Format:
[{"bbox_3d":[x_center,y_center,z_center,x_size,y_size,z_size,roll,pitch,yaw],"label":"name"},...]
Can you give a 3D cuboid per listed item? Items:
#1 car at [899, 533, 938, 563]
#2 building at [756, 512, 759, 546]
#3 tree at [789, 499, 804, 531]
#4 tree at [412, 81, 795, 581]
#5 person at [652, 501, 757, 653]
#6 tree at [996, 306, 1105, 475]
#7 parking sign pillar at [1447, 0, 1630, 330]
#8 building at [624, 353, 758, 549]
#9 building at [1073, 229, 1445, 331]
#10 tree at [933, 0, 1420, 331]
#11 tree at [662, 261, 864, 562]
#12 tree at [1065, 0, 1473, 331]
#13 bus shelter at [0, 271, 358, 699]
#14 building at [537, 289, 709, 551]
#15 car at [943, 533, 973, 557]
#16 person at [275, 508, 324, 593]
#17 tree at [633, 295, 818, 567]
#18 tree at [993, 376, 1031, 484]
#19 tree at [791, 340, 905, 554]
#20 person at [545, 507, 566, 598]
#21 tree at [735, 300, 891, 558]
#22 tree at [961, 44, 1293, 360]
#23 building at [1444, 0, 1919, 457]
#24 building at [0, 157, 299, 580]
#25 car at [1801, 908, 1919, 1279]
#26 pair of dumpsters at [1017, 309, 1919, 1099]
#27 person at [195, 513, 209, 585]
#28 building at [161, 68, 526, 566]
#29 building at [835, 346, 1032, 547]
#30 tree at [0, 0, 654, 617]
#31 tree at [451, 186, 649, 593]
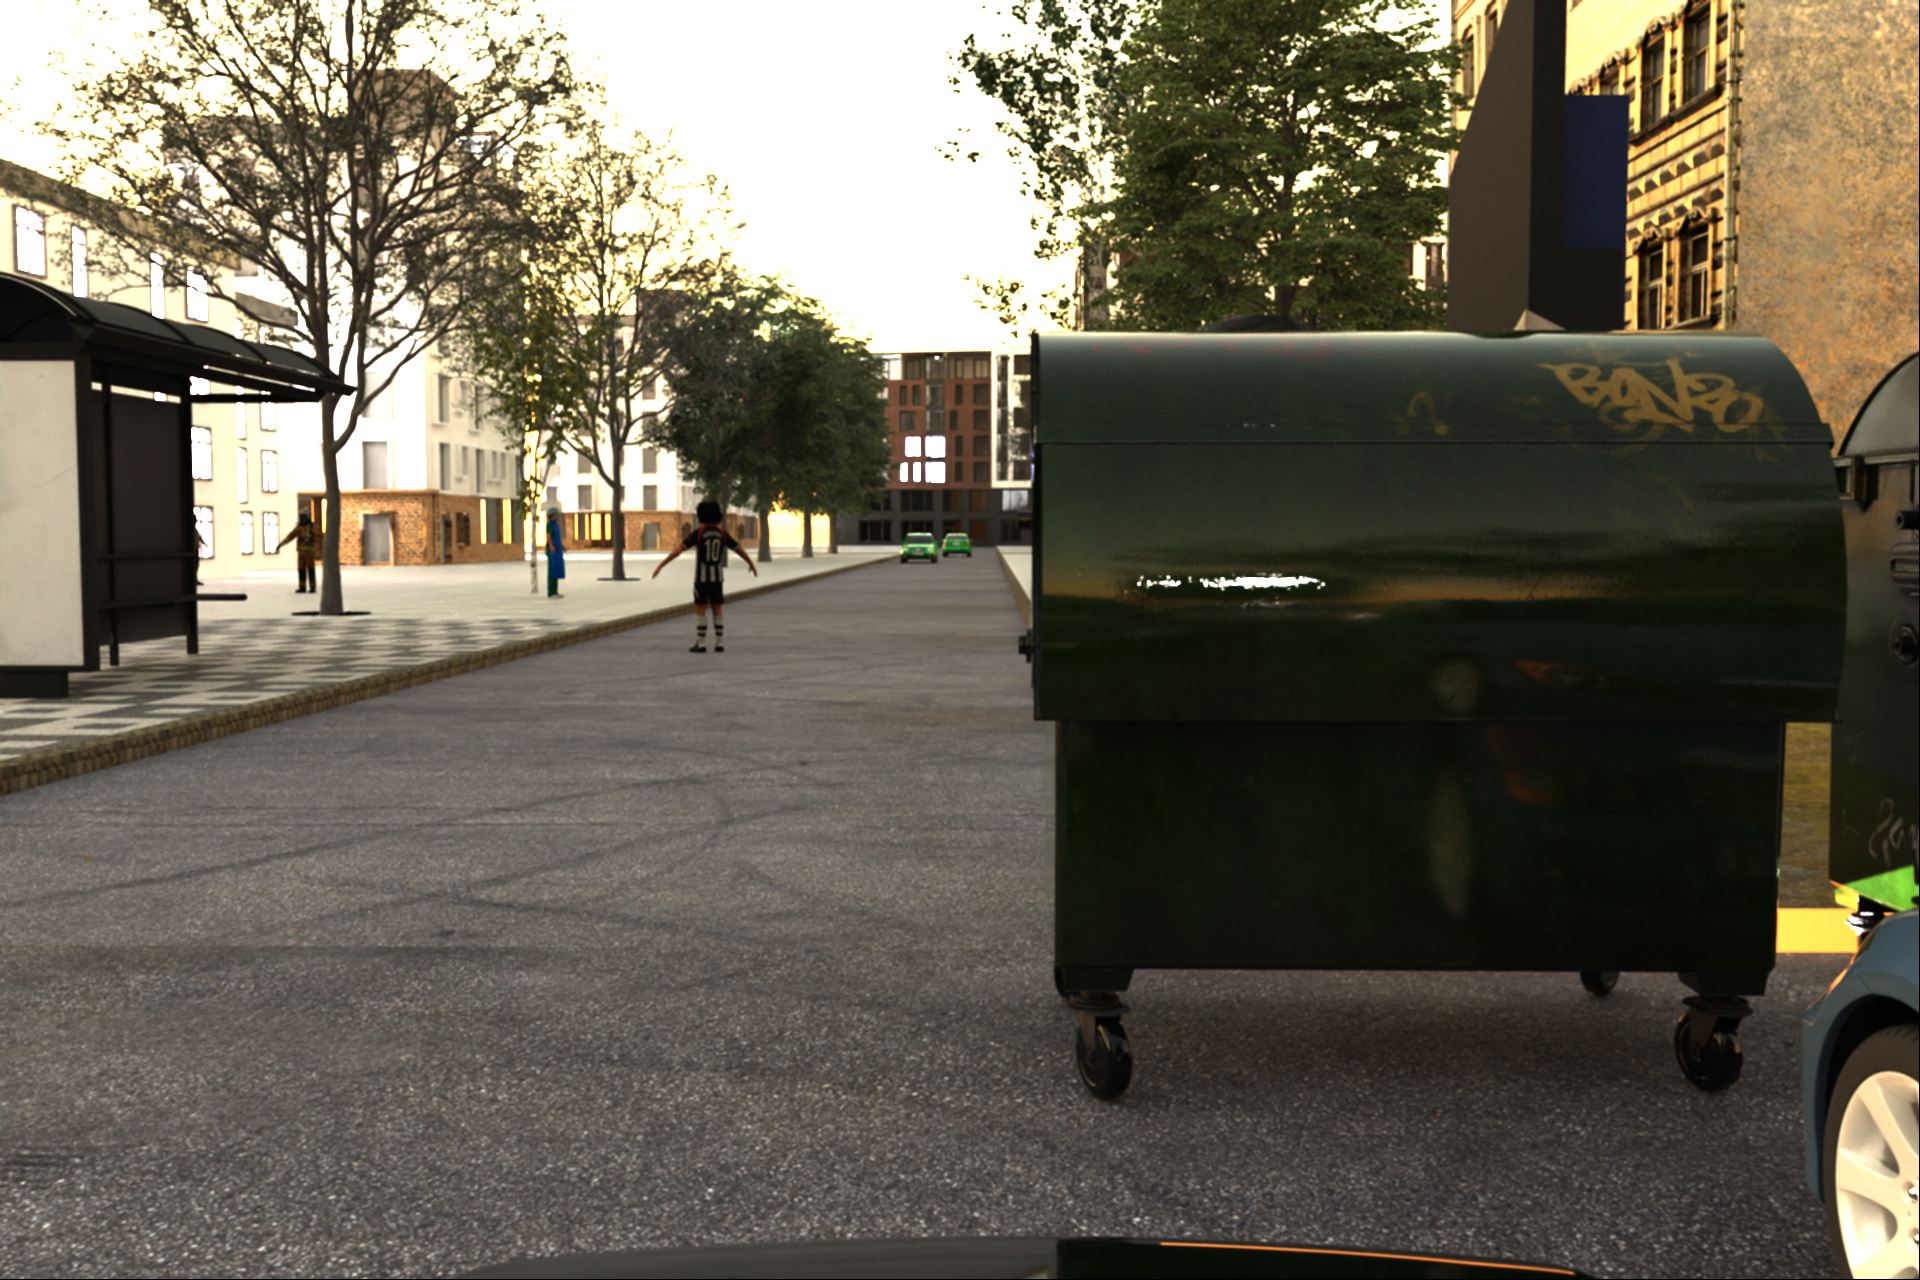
[{"bbox_3d":[-2.039,-4.773,86.839,1.959,1.807,4.718,0,4,1],"label":"car"},{"bbox_3d":[-26.075,-19.222,170.694,16.016,20.090,11.380,0,4,2],"label":"building"},{"bbox_3d":[-18.192,-15.317,200.787,4.737,8.622,4.395,0,3,0],"label":"tree"},{"bbox_3d":[-9.598,-8.395,47.621,12.009,13.543,11.850,0,3,0],"label":"tree"},{"bbox_3d":[-3.061,-0.760,21.030,1.345,1.843,0.704,-2,4,-30],"label":"person"},{"bbox_3d":[6.983,-11.175,93.074,12.009,13.543,11.850,0,3,0],"label":"tree"},{"bbox_3d":[2.702,-1.211,8.270,1.447,3.967,1.447,0,3,0],"label":"parking sign pillar"},{"bbox_3d":[-24.582,-18.077,151.973,16.016,20.090,11.380,0,4,2],"label":"building"},{"bbox_3d":[22.538,-17.665,132.797,27.936,21.610,32.646,0,4,1],"label":"building"},{"bbox_3d":[5.483,-11.570,45.066,12.611,20.169,13.585,0,3,0],"label":"tree"},{"bbox_3d":[-9.149,-10.588,79.762,9.857,13.997,8.962,0,3,0],"label":"tree"},{"bbox_3d":[5.486,-6.832,29.823,7.486,12.596,7.792,0,3,0],"label":"tree"},{"bbox_3d":[-7.519,-1.349,15.977,2.014,3.302,5.546,0,4,1],"label":"bus shelter"},{"bbox_3d":[-26.710,-17.032,134.891,16.016,20.090,11.380,0,4,2],"label":"building"},{"bbox_3d":[-0.168,-6.165,109.590,1.959,1.807,4.718,0,4,1],"label":"car"},{"bbox_3d":[-14.270,-1.957,37.767,1.354,1.858,0.705,1,4,12],"label":"person"},{"bbox_3d":[-8.856,-8.085,66.599,8.767,10.594,7.601,3,4,36],"label":"tree"},{"bbox_3d":[7.452,-11.994,106.473,12.009,13.543,11.850,0,3,0],"label":"tree"},{"bbox_3d":[-8.209,-12.579,112.328,9.857,13.997,8.962,0,3,0],"label":"tree"},{"bbox_3d":[-8.100,-1.744,34.648,0.704,1.817,1.347,0,4,-3],"label":"person"},{"bbox_3d":[-8.458,-11.478,94.327,9.857,13.997,8.962,0,3,0],"label":"tree"},{"bbox_3d":[6.517,-12.855,66.075,12.611,20.169,13.585,0,3,0],"label":"tree"},{"bbox_3d":[22.166,-12.616,37.204,19.493,23.208,18.063,0,4,1],"label":"building"},{"bbox_3d":[-25.765,-6.678,51.329,9.099,9.664,28.070,0,4,0],"label":"building"},{"bbox_3d":[2.384,0.653,1.321,2.014,1.417,4.499,0,4,1],"label":"car"},{"bbox_3d":[2.378,0.007,4.829,4.436,2.255,1.574,0,4,1],"label":"pair of dumpsters"},{"bbox_3d":[-19.193,-2.282,43.433,0.705,1.813,1.348,0,4,-3],"label":"person"},{"bbox_3d":[-26.430,-13.181,71.924,16.016,20.090,11.380,0,4,0],"label":"building"},{"bbox_3d":[3.566,-21.728,201.685,32.646,21.610,27.936,1,4,10],"label":"building"},{"bbox_3d":[-9.811,-7.136,27.050,12.009,13.543,11.850,0,3,0],"label":"tree"},{"bbox_3d":[-9.152,-5.351,37.849,4.737,8.622,4.395,0,3,0],"label":"tree"}]
